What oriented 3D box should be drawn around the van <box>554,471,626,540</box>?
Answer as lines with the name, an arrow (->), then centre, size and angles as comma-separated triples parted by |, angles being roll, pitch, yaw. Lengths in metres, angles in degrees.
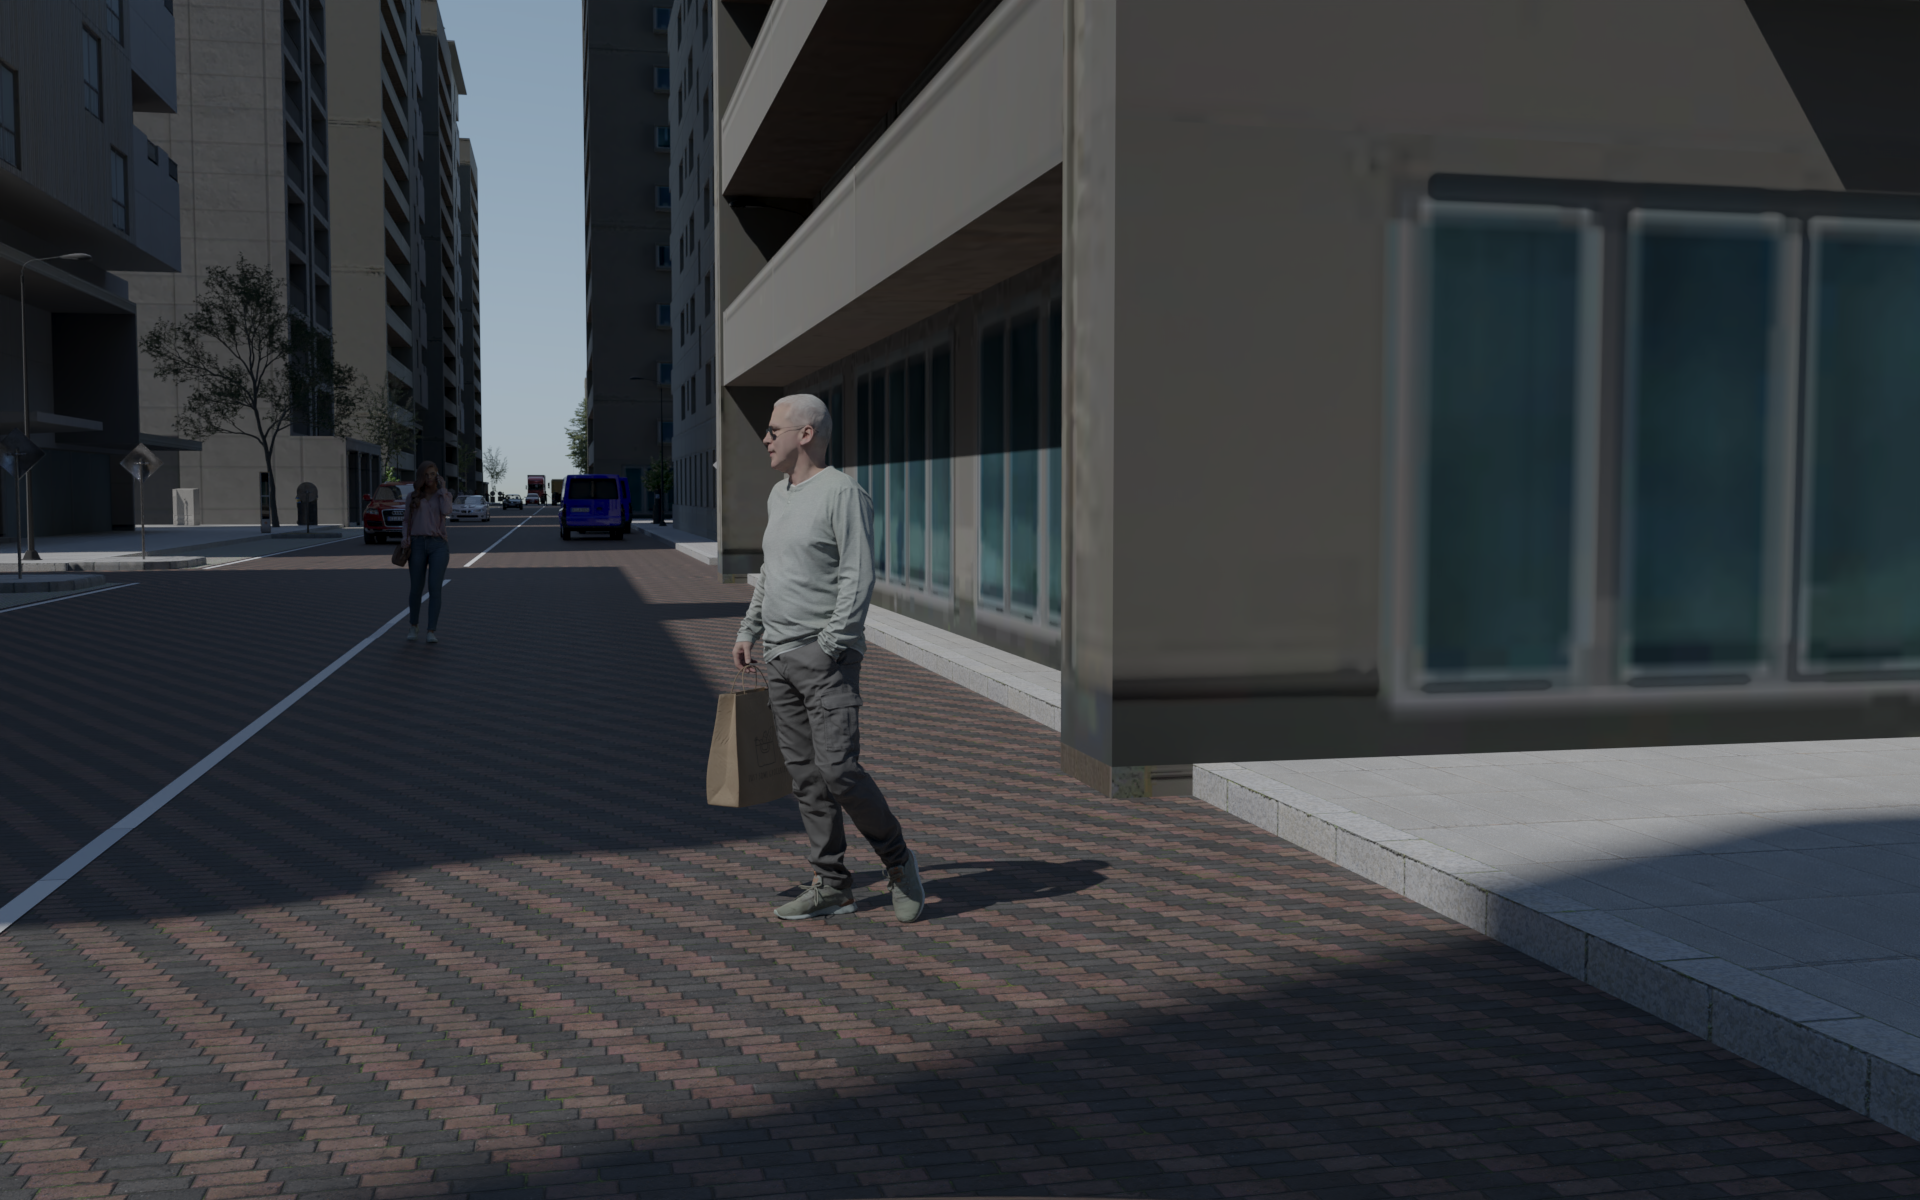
van -> -11.852, -3.129, 55.538 | 2.240, 2.365, 5.245 | -1, 4, -14

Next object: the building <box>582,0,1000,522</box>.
building -> -10.824, -29.161, 100.489 | 21.300, 48.544, 21.600 | -1, 4, -13

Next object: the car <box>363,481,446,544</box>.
car -> -16.399, -2.606, 51.279 | 2.281, 1.827, 5.304 | -1, 4, -13

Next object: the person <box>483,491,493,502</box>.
person -> -49.118, -10.475, 179.897 | 1.348, 1.807, 0.705 | -3, 5, -41

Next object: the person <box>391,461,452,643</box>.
person -> -5.225, -0.477, 16.881 | 0.593, 1.750, 0.643 | -1, 4, -10

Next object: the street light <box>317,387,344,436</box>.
street light -> -27.012, -6.235, 74.478 | 1.470, 5.913, 1.316 | -1, 4, -13

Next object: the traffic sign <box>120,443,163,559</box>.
traffic sign -> -16.021, -1.853, 33.940 | 0.795, 2.450, 0.064 | -1, 4, -13

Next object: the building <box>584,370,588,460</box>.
building -> -40.777, -25.036, 254.369 | 27.650, 21.520, 28.899 | -1, 4, -13

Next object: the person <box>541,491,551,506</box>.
person -> -49.787, -12.214, 208.204 | 1.348, 1.822, 0.705 | 1, 4, 18

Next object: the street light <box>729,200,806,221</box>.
street light -> -2.952, -3.370, 27.637 | 1.470, 5.913, 1.316 | -1, 4, -13

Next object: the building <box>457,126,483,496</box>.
building -> -73.067, -36.605, 222.200 | 21.300, 48.544, 21.600 | -1, 4, -13

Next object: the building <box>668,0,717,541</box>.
building -> 6.339, -12.812, 54.509 | 28.899, 21.520, 27.650 | -1, 4, -13

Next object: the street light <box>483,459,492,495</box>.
street light -> -62.770, -15.747, 230.001 | 1.470, 5.913, 1.316 | -1, 4, -13

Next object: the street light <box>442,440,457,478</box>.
street light -> -44.085, -10.818, 149.416 | 1.470, 5.913, 1.316 | -1, 4, -13

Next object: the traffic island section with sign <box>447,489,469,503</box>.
traffic island section with sign -> -38.440, -7.486, 131.022 | 1.989, 1.847, 2.006 | -1, 4, -13

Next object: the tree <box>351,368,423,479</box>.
tree -> -33.550, -9.204, 100.847 | 4.360, 8.622, 3.978 | 0, 3, 0

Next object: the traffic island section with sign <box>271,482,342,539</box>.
traffic island section with sign -> -21.199, -2.915, 56.292 | 1.989, 1.847, 2.006 | -1, 4, -13

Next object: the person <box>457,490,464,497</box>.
person -> -36.312, -7.145, 125.996 | 0.551, 1.740, 0.621 | -2, 4, -24

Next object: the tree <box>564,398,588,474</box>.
tree -> -40.177, -16.705, 191.255 | 7.486, 12.596, 7.792 | 0, 3, 0

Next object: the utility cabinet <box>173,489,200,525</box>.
utility cabinet -> -31.276, -3.750, 69.984 | 1.173, 1.500, 0.318 | 2, 4, 26

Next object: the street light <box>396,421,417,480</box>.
street light -> -34.739, -8.327, 108.691 | 1.470, 5.913, 1.316 | -1, 4, -13

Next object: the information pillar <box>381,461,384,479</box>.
information pillar -> -34.951, -6.914, 104.400 | 0.504, 3.616, 0.183 | 1, 4, 18

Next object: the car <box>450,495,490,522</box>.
car -> -25.578, -4.774, 90.419 | 2.083, 1.381, 4.827 | -1, 4, -12

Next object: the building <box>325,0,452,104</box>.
building -> -58.913, -32.915, 161.854 | 21.300, 48.544, 21.600 | -1, 4, -13

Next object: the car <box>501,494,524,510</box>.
car -> -40.586, -9.015, 157.187 | 2.009, 1.686, 4.222 | -1, 4, -13

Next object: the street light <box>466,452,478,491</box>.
street light -> -53.407, -13.256, 189.280 | 1.470, 5.913, 1.316 | -1, 4, -13

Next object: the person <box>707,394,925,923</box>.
person -> -0.514, 0.187, 5.937 | 0.515, 1.767, 0.782 | -3, 5, -40

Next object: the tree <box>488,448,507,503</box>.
tree -> -70.572, -19.083, 262.368 | 4.737, 8.622, 4.395 | 0, 3, 0

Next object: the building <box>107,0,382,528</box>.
building -> -38.282, -39.199, 79.155 | 20.563, 71.187, 20.611 | -1, 4, -13

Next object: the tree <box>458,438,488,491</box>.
tree -> -53.131, -14.146, 181.643 | 4.737, 8.622, 4.395 | 0, 3, 0

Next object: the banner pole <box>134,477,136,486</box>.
banner pole -> -32.838, -4.811, 68.669 | 0.401, 3.779, 0.863 | 0, 4, -2

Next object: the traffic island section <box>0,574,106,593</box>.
traffic island section -> -14.247, -0.241, 26.216 | 2.009, 0.180, 2.903 | -1, 4, -13

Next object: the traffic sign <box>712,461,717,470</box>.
traffic sign -> -4.815, -2.009, 36.494 | 0.795, 2.450, 0.064 | -1, 4, -13

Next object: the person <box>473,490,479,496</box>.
person -> -44.742, -9.283, 160.234 | 0.705, 1.831, 1.348 | 2, 4, 34

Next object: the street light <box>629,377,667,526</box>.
street light -> -12.381, -5.887, 68.795 | 1.470, 5.913, 1.316 | -1, 4, -13

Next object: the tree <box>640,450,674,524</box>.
tree -> -13.146, -4.955, 75.608 | 1.663, 3.219, 1.824 | 0, 3, 0

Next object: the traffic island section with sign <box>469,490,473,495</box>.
traffic island section with sign -> -44.608, -9.122, 157.773 | 1.989, 1.847, 2.006 | -1, 4, -13

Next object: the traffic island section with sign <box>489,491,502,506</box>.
traffic island section with sign -> -57.022, -12.414, 211.599 | 1.989, 1.847, 2.006 | -1, 4, -13

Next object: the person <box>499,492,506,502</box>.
person -> -62.034, -13.826, 235.371 | 1.217, 1.723, 0.721 | 0, 4, 5

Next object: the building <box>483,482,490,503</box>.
building -> -83.402, -33.739, 243.516 | 32.217, 40.220, 23.993 | -1, 4, -13

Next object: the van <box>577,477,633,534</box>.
van -> -13.288, -3.670, 64.382 | 2.240, 2.365, 5.245 | -1, 4, -14

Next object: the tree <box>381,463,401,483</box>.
tree -> -35.004, -6.816, 106.047 | 1.663, 3.219, 1.824 | 0, 3, 0

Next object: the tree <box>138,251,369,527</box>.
tree -> -26.665, -8.090, 66.688 | 7.601, 10.594, 8.767 | 2, 4, 33

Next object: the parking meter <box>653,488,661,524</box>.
parking meter -> -12.941, -4.013, 74.024 | 0.372, 1.533, 0.369 | 0, 3, 0

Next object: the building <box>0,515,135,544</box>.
building -> -36.586, -27.765, 43.195 | 28.713, 52.752, 27.495 | -1, 4, -13

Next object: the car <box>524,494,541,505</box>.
car -> -55.103, -13.102, 223.259 | 2.155, 1.783, 4.494 | -1, 4, -12

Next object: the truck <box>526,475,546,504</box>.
truck -> -62.060, -16.202, 253.819 | 2.839, 4.237, 11.283 | -1, 4, -12

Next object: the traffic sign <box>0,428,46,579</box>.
traffic sign -> -14.226, -1.377, 26.159 | 0.795, 2.450, 0.064 | -1, 4, -13

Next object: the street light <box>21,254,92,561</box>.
street light -> -17.458, -3.728, 33.495 | 1.470, 5.913, 1.316 | -1, 4, -13

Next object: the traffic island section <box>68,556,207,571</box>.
traffic island section -> -16.042, -0.717, 33.997 | 2.009, 0.180, 2.903 | -1, 4, -13

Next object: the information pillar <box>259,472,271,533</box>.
information pillar -> -22.855, -3.209, 56.959 | 0.304, 2.012, 0.304 | -2, 4, -26

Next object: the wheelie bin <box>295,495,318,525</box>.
wheelie bin -> -26.729, -3.858, 70.982 | 0.693, 1.594, 0.980 | 1, 4, 18

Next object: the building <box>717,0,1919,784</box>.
building -> 8.737, -24.193, 19.254 | 21.300, 48.544, 21.600 | -1, 4, -13

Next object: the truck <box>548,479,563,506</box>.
truck -> -50.303, -13.628, 218.747 | 3.469, 3.379, 9.791 | -1, 4, -13

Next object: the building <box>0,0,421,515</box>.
building -> -57.166, -33.501, 136.978 | 28.713, 52.752, 27.495 | -1, 4, -13

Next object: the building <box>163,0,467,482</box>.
building -> -71.277, -37.193, 197.341 | 28.713, 52.752, 27.495 | -1, 4, -13
